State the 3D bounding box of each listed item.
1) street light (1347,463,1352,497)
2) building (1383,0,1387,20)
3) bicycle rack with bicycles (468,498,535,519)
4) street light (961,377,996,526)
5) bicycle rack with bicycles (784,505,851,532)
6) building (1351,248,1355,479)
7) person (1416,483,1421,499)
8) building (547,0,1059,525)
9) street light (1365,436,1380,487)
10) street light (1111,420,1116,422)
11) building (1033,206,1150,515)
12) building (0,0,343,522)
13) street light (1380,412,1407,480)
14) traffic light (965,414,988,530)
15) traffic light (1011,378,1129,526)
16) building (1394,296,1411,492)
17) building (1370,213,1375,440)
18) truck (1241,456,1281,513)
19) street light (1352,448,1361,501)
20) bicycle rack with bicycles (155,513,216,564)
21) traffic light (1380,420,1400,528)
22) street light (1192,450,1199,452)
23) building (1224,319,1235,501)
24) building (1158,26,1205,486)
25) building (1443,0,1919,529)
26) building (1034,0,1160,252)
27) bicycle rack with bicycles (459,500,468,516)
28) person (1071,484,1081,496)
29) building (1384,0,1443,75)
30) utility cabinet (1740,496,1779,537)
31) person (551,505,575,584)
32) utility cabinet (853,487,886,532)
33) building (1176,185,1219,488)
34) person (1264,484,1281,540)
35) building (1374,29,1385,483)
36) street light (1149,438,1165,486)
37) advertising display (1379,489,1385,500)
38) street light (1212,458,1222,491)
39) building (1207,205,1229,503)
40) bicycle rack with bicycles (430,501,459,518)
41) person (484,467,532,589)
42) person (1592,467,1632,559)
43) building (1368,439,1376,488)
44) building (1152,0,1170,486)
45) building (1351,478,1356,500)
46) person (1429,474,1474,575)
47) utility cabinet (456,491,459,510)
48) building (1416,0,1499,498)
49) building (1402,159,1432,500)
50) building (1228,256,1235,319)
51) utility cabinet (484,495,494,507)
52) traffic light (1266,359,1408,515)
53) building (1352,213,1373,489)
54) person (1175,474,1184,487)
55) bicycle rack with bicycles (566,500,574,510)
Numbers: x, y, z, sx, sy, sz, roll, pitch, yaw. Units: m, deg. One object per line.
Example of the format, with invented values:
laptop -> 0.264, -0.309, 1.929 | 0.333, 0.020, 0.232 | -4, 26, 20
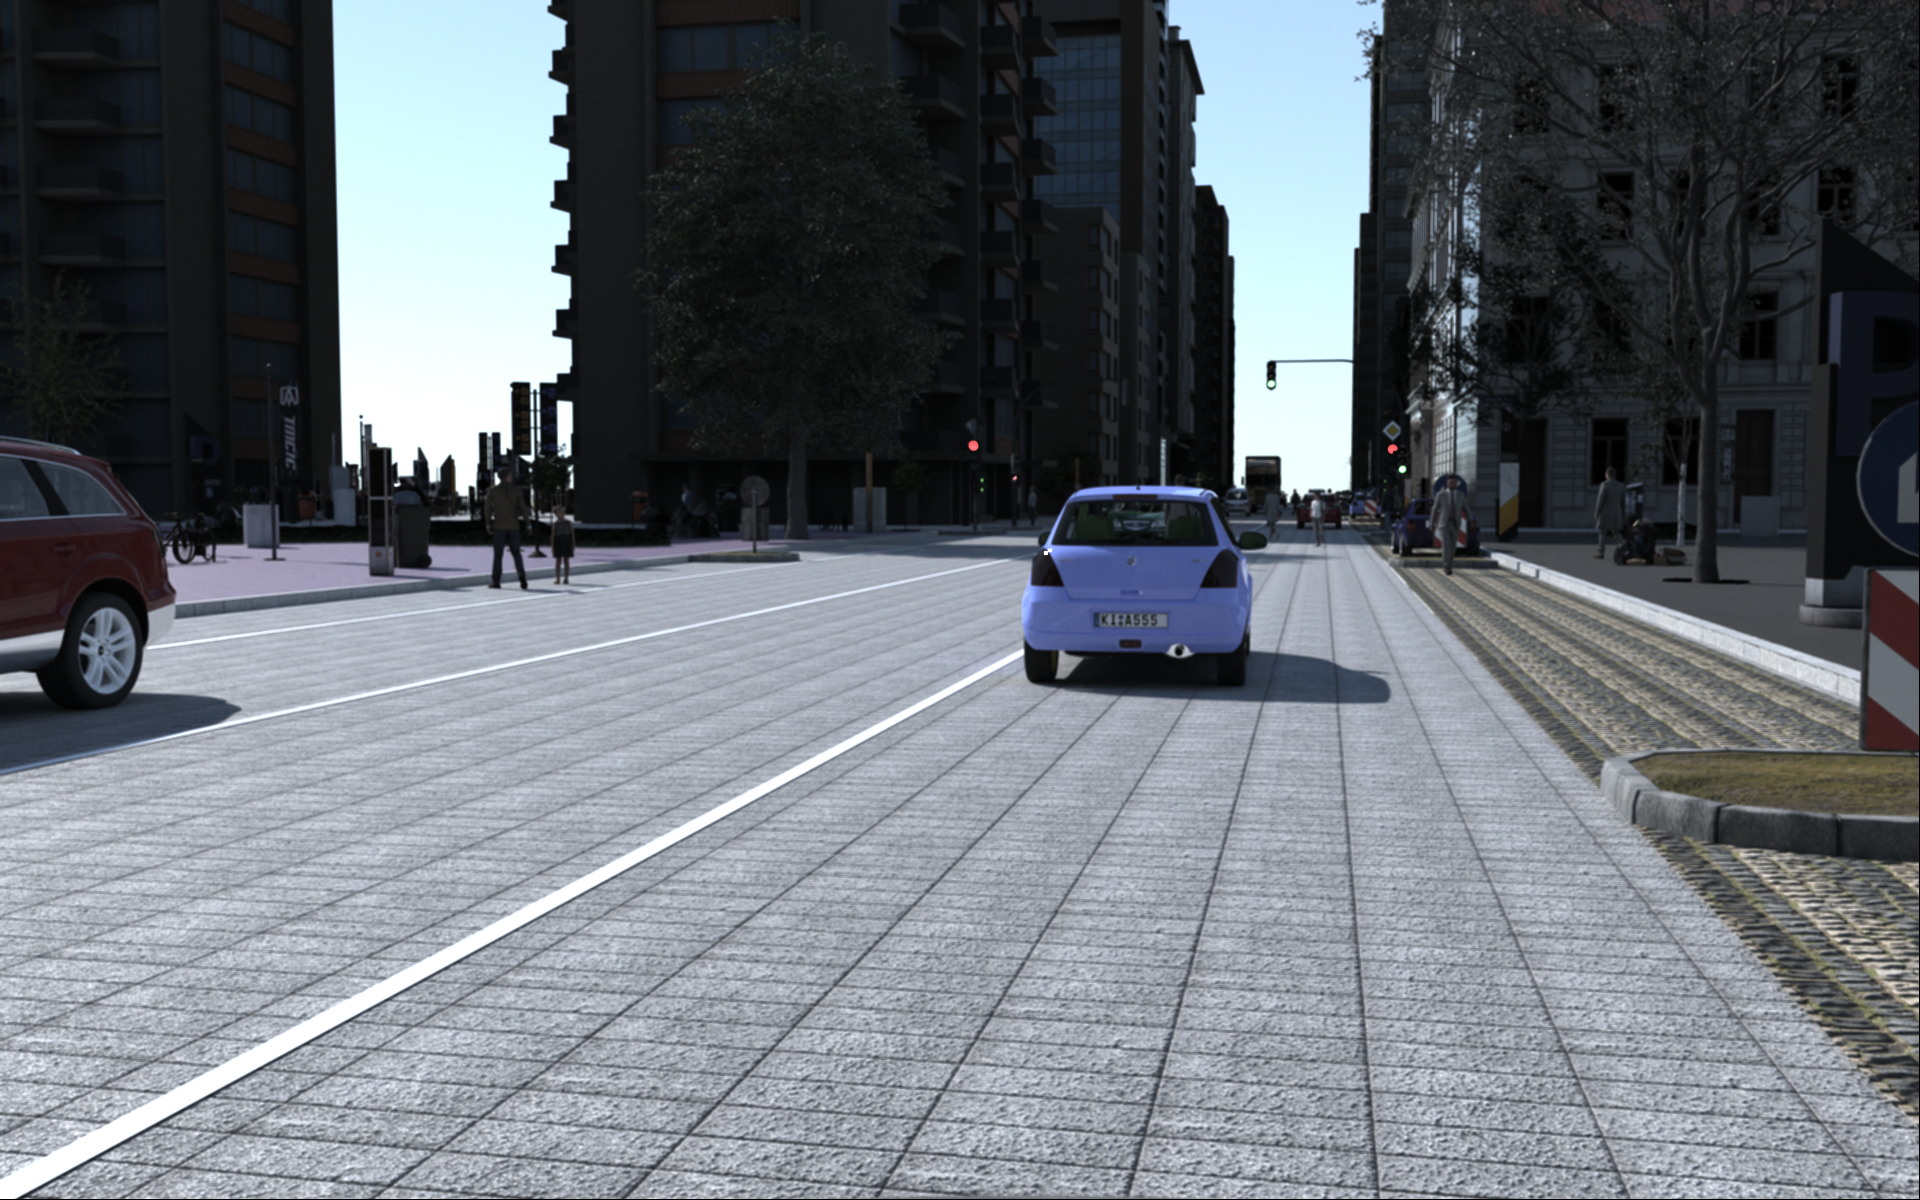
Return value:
street light -> 48.836, -14.780, 214.194 | 1.470, 5.913, 1.316 | 1, 4, 12
building -> 65.082, -48.619, 233.172 | 20.563, 71.187, 20.611 | 1, 4, 12
bicycle rack with bicycles -> -23.274, -4.659, 89.551 | 2.925, 0.926, 2.852 | 1, 4, 12
street light -> 0.758, -5.906, 69.101 | 1.470, 5.913, 1.316 | 1, 4, 12
bicycle rack with bicycles -> -4.913, -2.794, 59.068 | 2.852, 0.926, 2.925 | 0, 4, -3
building -> 72.093, -36.885, 286.667 | 14.154, 41.232, 14.086 | 1, 4, 12
person -> 22.207, -4.713, 83.286 | 0.592, 1.802, 0.473 | -1, 4, -18
building -> -7.243, -26.264, 84.046 | 22.147, 44.769, 28.867 | 1, 4, 12
street light -> 33.254, -10.195, 139.234 | 1.470, 5.913, 1.316 | 1, 4, 12
street light -> 9.129, -8.349, 109.052 | 1.470, 5.913, 1.316 | 1, 4, 12
building -> -1.992, -16.895, 121.268 | 27.650, 21.520, 28.899 | 1, 4, 12
building -> -47.892, -26.499, 87.891 | 28.867, 44.769, 22.147 | 1, 4, 12
street light -> 24.688, -7.681, 98.120 | 1.470, 5.913, 1.316 | 1, 4, 12
traffic light -> 0.548, -4.415, 61.098 | 0.839, 4.253, 0.868 | 1, 4, 12
traffic light -> 4.245, -5.740, 68.523 | 4.771, 5.953, 1.251 | 1, 4, 12
building -> 41.080, -16.015, 129.302 | 16.820, 18.784, 16.811 | 1, 4, 12
building -> 49.041, -29.950, 173.280 | 14.154, 41.232, 14.086 | 1, 4, 12
truck -> 22.709, -8.619, 129.839 | 2.839, 4.237, 11.283 | 1, 4, 11
street light -> 40.535, -12.351, 174.487 | 1.470, 5.913, 1.316 | 1, 4, 12
bicycle rack with bicycles -> -15.025, -1.153, 32.235 | 2.852, 0.926, 2.925 | 1, 4, 22
traffic light -> 16.438, -4.712, 65.969 | 0.839, 4.253, 0.868 | 1, 4, 12
street light -> 24.791, -12.945, 184.184 | 1.470, 5.913, 1.316 | 1, 4, 12
building -> 36.403, -30.873, 276.479 | 14.160, 30.474, 14.107 | 1, 4, 12
building -> 13.281, -37.549, 203.162 | 28.713, 52.752, 27.495 | 1, 4, 12
building -> 30.134, -14.169, 67.815 | 21.152, 22.565, 11.583 | 1, 4, 12
building -> 9.706, -30.624, 150.821 | 14.600, 45.320, 14.200 | 1, 4, 12
bicycle rack with bicycles -> -27.932, -5.448, 102.454 | 2.925, 0.926, 2.852 | 1, 4, 15
person -> 3.951, -2.977, 57.580 | 0.661, 1.777, 0.834 | 0, 4, 5
building -> 42.587, -28.264, 145.704 | 14.154, 41.232, 14.086 | 1, 4, 12
utility cabinet -> 24.092, -2.509, 52.185 | 1.020, 1.237, 0.306 | 3, 4, 36
person -> -6.313, -0.879, 27.544 | 0.362, 1.253, 0.373 | -1, 4, -8
utility cabinet -> -3.020, -3.002, 57.767 | 1.173, 1.500, 0.318 | 3, 4, 36
building -> 24.322, -35.864, 240.999 | 22.147, 44.769, 28.867 | 1, 4, 12
person -> 9.789, -2.738, 54.024 | 0.466, 1.731, 0.760 | -2, 4, -25
building -> 45.742, -31.146, 159.343 | 14.600, 45.320, 14.200 | 1, 4, 12
street light -> 16.343, -10.491, 144.061 | 1.470, 5.913, 1.316 | 1, 4, 12
advertising display -> 30.707, -7.390, 126.033 | 0.123, 1.923, 0.974 | 2, 4, 29
street light -> 33.424, -15.468, 225.439 | 1.470, 5.913, 1.316 | 1, 4, 12
building -> 33.120, -37.412, 261.788 | 14.600, 45.320, 14.200 | 1, 4, 12
bicycle rack with bicycles -> -29.235, -4.979, 94.796 | 2.925, 0.926, 2.852 | -1, 4, -11
person -> -6.831, -1.090, 26.233 | 0.836, 1.842, 0.656 | 3, 5, 40
person -> 12.873, -1.720, 34.262 | 0.694, 1.812, 0.767 | -1, 4, -16
building -> 58.142, -53.887, 193.723 | 22.319, 86.520, 31.000 | 1, 4, 12
building -> 10.429, -52.586, 172.454 | 22.319, 86.520, 31.000 | 1, 4, 12
building -> 71.640, -50.759, 268.159 | 20.563, 71.187, 20.611 | 1, 4, 12
person -> 8.666, -1.335, 30.603 | 0.678, 1.792, 0.850 | 0, 4, -1
utility cabinet -> -39.126, -7.613, 133.157 | 0.318, 1.500, 1.173 | 3, 5, 42
building -> 30.332, -18.354, 85.988 | 13.634, 28.700, 20.117 | 1, 4, 12
building -> 33.143, -16.972, 106.369 | 11.050, 23.489, 19.941 | 1, 4, 12
building -> 38.411, -37.109, 290.321 | 14.154, 41.232, 14.086 | 1, 4, 12
utility cabinet -> -35.215, -7.252, 129.733 | 1.020, 1.237, 0.306 | 1, 4, 20
traffic light -> 12.741, -5.124, 58.437 | 4.771, 5.953, 1.251 | 1, 4, 12
building -> 65.029, -34.767, 252.041 | 14.154, 41.232, 14.086 | 1, 4, 12
person -> 4.321, -1.538, 33.754 | 0.694, 1.812, 0.767 | 1, 4, 22
bicycle rack with bicycles -> -30.441, -7.352, 133.581 | 2.925, 0.926, 2.852 | -1, 4, -16
